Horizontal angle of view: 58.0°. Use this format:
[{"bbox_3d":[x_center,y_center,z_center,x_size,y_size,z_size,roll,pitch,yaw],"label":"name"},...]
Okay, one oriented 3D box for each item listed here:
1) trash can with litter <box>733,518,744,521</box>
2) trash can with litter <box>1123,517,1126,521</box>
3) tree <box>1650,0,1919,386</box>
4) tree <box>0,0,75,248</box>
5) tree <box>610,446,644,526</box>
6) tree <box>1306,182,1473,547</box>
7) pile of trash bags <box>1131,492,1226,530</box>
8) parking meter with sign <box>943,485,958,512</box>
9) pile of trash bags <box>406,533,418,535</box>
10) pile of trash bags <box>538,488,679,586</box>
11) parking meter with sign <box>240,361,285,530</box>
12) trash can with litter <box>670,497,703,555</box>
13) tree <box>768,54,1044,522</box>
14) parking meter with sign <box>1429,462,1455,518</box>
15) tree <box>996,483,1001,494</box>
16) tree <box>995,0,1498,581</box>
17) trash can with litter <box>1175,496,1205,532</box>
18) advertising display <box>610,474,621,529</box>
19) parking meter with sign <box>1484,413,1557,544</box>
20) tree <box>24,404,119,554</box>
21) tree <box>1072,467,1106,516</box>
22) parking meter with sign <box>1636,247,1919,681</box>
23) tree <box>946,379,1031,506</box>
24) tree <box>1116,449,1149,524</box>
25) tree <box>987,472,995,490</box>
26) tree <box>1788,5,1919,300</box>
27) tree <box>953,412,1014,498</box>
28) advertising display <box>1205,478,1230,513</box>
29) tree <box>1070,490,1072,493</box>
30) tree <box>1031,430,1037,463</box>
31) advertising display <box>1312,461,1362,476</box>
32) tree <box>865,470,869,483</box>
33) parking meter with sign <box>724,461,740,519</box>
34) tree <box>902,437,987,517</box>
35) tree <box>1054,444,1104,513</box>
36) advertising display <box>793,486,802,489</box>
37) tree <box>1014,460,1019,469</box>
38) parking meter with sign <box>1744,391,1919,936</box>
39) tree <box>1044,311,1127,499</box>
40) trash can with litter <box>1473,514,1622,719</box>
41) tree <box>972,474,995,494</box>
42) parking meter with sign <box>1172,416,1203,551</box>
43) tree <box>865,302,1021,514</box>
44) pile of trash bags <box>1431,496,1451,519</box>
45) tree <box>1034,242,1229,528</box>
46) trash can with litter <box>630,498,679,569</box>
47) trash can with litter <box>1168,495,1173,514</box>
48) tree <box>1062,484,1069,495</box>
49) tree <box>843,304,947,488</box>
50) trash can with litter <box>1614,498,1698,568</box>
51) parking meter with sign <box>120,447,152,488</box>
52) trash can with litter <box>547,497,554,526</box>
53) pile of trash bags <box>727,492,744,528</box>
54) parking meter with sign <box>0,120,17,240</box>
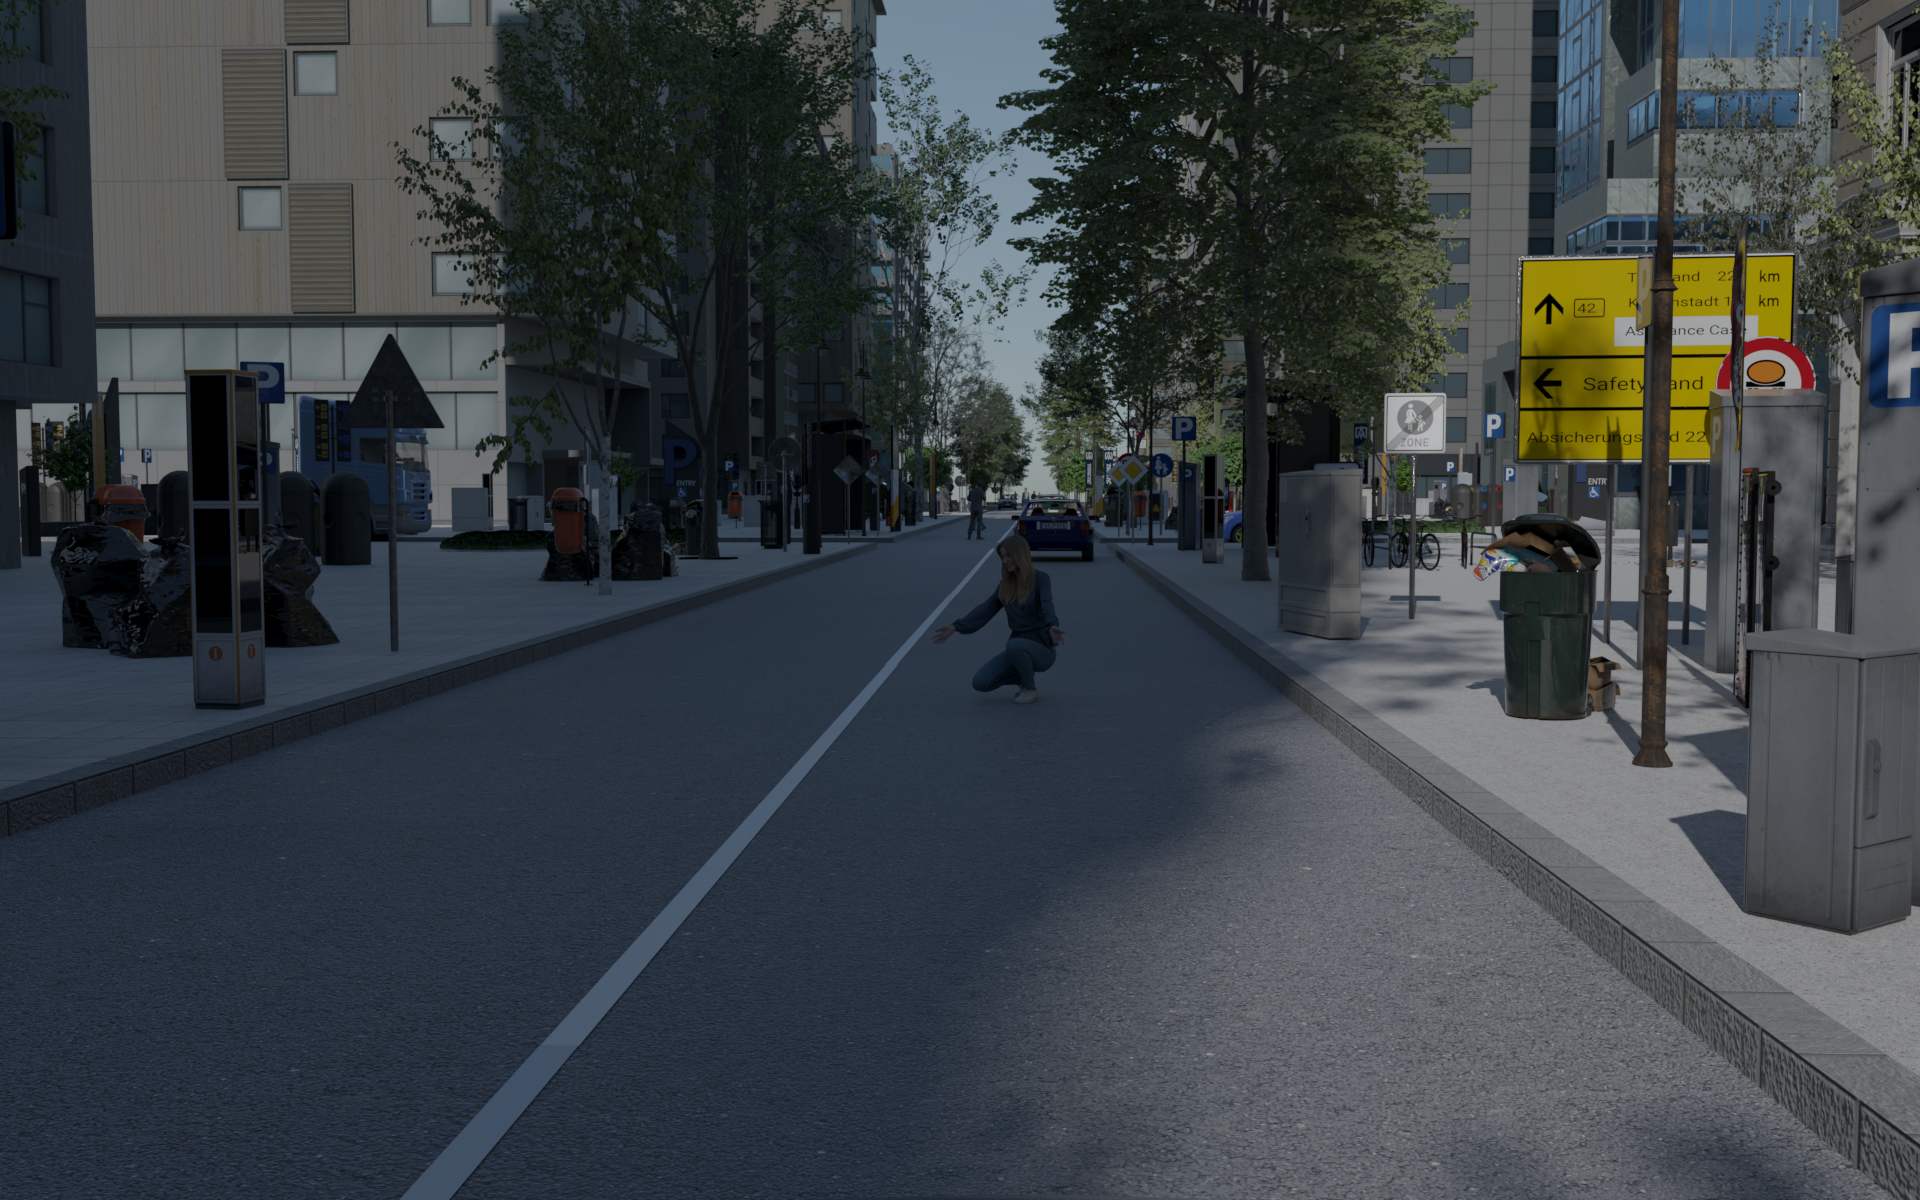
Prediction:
[{"bbox_3d":[-9.829,-4.343,82.061,2.233,1.210,1.678,-2,4,-26],"label":"trash can with litter"},{"bbox_3d":[7.758,-4.391,83.182,0.624,1.170,1.055,-1,4,-22],"label":"trash can with litter"},{"bbox_3d":[12.748,-4.678,26.850,4.360,8.622,3.978,0,3,0],"label":"tree"},{"bbox_3d":[-12.819,-4.307,20.786,4.737,8.622,4.395,0,3,0],"label":"tree"},{"bbox_3d":[-13.737,-4.578,69.452,1.663,3.219,1.824,0,3,0],"label":"tree"},{"bbox_3d":[10.403,-5.590,41.761,4.737,8.622,4.395,0,3,0],"label":"tree"},{"bbox_3d":[7.817,-3.190,61.915,3.447,1.369,1.912,0,4,-3],"label":"pile of trash bags"},{"bbox_3d":[-1.010,-7.877,125.047,1.738,3.016,0.543,-2,4,-34],"label":"parking meter with sign"},{"bbox_3d":[-18.829,-2.728,54.350,3.447,1.369,1.912,-1,4,-18],"label":"pile of trash bags"},{"bbox_3d":[-5.370,-0.977,25.719,1.912,1.369,3.447,0,4,4],"label":"pile of trash bags"},{"bbox_3d":[-9.490,-1.677,23.674,0.543,3.016,1.738,-1,4,-21],"label":"parking meter with sign"},{"bbox_3d":[-5.724,-1.533,36.447,0.624,1.170,1.055,-3,5,-41],"label":"trash can with litter"},{"bbox_3d":[-2.787,-13.561,77.612,12.611,20.169,13.585,0,3,0],"label":"tree"},{"bbox_3d":[26.029,-5.966,93.808,0.543,3.016,1.738,-1,4,-19],"label":"parking meter with sign"},{"bbox_3d":[4.752,-14.847,237.343,1.663,3.219,1.824,0,3,0],"label":"tree"},{"bbox_3d":[4.061,-6.545,25.136,7.486,12.596,7.792,0,3,0],"label":"tree"},{"bbox_3d":[7.332,-2.656,54.815,1.055,1.170,0.624,2,4,23],"label":"trash can with litter"},{"bbox_3d":[-11.446,-3.157,56.837,0.974,1.923,0.123,3,5,44],"label":"advertising display"},{"bbox_3d":[12.220,-2.532,37.656,1.738,3.016,0.543,-2,4,-28],"label":"parking meter with sign"},{"bbox_3d":[-18.893,-2.607,37.219,1.663,3.219,1.824,0,3,0],"label":"tree"},{"bbox_3d":[7.820,-6.468,100.359,1.663,3.219,1.824,0,3,0],"label":"tree"},{"bbox_3d":[5.780,-0.987,12.392,1.738,3.016,0.543,1,4,10],"label":"parking meter with sign"},{"bbox_3d":[2.615,-17.405,191.228,9.857,13.997,8.962,0,3,0],"label":"tree"},{"bbox_3d":[7.403,-4.825,73.485,1.663,3.219,1.824,0,3,0],"label":"tree"},{"bbox_3d":[1.789,-11.973,179.476,4.285,4.588,4.351,0,3,0],"label":"tree"},{"bbox_3d":[12.068,-4.262,20.047,4.737,8.622,4.395,0,3,0],"label":"tree"},{"bbox_3d":[1.530,-12.252,150.683,4.360,8.622,3.978,0,3,0],"label":"tree"},{"bbox_3d":[10.522,-4.011,70.798,0.974,1.923,0.123,1,4,21],"label":"advertising display"},{"bbox_3d":[11.754,-10.569,167.410,1.663,3.219,1.824,0,3,0],"label":"tree"},{"bbox_3d":[6.228,-21.313,255.115,9.857,13.997,8.962,0,3,0],"label":"tree"},{"bbox_3d":[7.447,-1.777,34.274,0.974,1.923,0.123,2,4,29],"label":"advertising display"},{"bbox_3d":[-6.721,-7.689,120.318,1.663,3.219,1.824,0,3,0],"label":"tree"},{"bbox_3d":[-11.775,-5.727,89.894,0.543,3.016,1.738,-1,4,-22],"label":"parking meter with sign"},{"bbox_3d":[-1.672,-7.048,98.943,4.285,4.588,4.351,0,3,0],"label":"tree"},{"bbox_3d":[8.264,-7.939,113.509,4.285,4.588,4.351,0,3,0],"label":"tree"},{"bbox_3d":[-9.731,-6.096,104.875,0.974,1.923,0.123,1,4,20],"label":"advertising display"},{"bbox_3d":[5.802,-17.895,242.947,4.360,8.622,3.978,0,3,0],"label":"tree"},{"bbox_3d":[3.197,-0.566,5.523,1.738,3.016,0.543,-2,4,-35],"label":"parking meter with sign"},{"bbox_3d":[12.569,-19.653,177.208,12.611,20.169,13.585,0,3,0],"label":"tree"},{"bbox_3d":[3.484,0.075,10.166,0.624,1.170,1.055,3,4,37],"label":"trash can with litter"},{"bbox_3d":[2.117,-10.586,167.685,1.663,3.219,1.824,0,3,0],"label":"tree"},{"bbox_3d":[5.286,-2.657,39.708,0.543,3.016,1.738,1,4,18],"label":"parking meter with sign"},{"bbox_3d":[-1.321,-12.312,111.668,12.009,13.543,11.850,0,3,0],"label":"tree"},{"bbox_3d":[25.237,-4.788,88.032,1.912,1.369,3.447,0,4,0],"label":"pile of trash bags"},{"bbox_3d":[6.397,-7.991,65.062,8.767,10.594,7.601,2,4,28],"label":"tree"},{"bbox_3d":[-5.662,-1.094,28.952,2.233,1.210,1.678,-1,4,-23],"label":"trash can with litter"},{"bbox_3d":[14.299,-6.830,122.734,1.678,1.210,2.233,2,4,33],"label":"trash can with litter"},{"bbox_3d":[13.216,-13.184,210.161,1.663,3.219,1.824,0,3,0],"label":"tree"},{"bbox_3d":[-2.530,-7.067,65.908,4.737,8.622,4.395,0,3,0],"label":"tree"},{"bbox_3d":[12.595,-1.216,30.931,1.678,1.210,2.233,1,4,20],"label":"trash can with litter"},{"bbox_3d":[-32.000,-4.299,66.545,1.738,3.016,0.543,0,4,6],"label":"parking meter with sign"},{"bbox_3d":[-15.706,-3.481,68.309,1.055,1.170,0.624,-3,5,-44],"label":"trash can with litter"},{"bbox_3d":[-9.791,-3.358,64.662,3.447,1.369,1.912,0,4,-2],"label":"pile of trash bags"},{"bbox_3d":[-4.839,-0.680,7.380,0.543,3.016,1.738,1,4,10],"label":"parking meter with sign"}]
